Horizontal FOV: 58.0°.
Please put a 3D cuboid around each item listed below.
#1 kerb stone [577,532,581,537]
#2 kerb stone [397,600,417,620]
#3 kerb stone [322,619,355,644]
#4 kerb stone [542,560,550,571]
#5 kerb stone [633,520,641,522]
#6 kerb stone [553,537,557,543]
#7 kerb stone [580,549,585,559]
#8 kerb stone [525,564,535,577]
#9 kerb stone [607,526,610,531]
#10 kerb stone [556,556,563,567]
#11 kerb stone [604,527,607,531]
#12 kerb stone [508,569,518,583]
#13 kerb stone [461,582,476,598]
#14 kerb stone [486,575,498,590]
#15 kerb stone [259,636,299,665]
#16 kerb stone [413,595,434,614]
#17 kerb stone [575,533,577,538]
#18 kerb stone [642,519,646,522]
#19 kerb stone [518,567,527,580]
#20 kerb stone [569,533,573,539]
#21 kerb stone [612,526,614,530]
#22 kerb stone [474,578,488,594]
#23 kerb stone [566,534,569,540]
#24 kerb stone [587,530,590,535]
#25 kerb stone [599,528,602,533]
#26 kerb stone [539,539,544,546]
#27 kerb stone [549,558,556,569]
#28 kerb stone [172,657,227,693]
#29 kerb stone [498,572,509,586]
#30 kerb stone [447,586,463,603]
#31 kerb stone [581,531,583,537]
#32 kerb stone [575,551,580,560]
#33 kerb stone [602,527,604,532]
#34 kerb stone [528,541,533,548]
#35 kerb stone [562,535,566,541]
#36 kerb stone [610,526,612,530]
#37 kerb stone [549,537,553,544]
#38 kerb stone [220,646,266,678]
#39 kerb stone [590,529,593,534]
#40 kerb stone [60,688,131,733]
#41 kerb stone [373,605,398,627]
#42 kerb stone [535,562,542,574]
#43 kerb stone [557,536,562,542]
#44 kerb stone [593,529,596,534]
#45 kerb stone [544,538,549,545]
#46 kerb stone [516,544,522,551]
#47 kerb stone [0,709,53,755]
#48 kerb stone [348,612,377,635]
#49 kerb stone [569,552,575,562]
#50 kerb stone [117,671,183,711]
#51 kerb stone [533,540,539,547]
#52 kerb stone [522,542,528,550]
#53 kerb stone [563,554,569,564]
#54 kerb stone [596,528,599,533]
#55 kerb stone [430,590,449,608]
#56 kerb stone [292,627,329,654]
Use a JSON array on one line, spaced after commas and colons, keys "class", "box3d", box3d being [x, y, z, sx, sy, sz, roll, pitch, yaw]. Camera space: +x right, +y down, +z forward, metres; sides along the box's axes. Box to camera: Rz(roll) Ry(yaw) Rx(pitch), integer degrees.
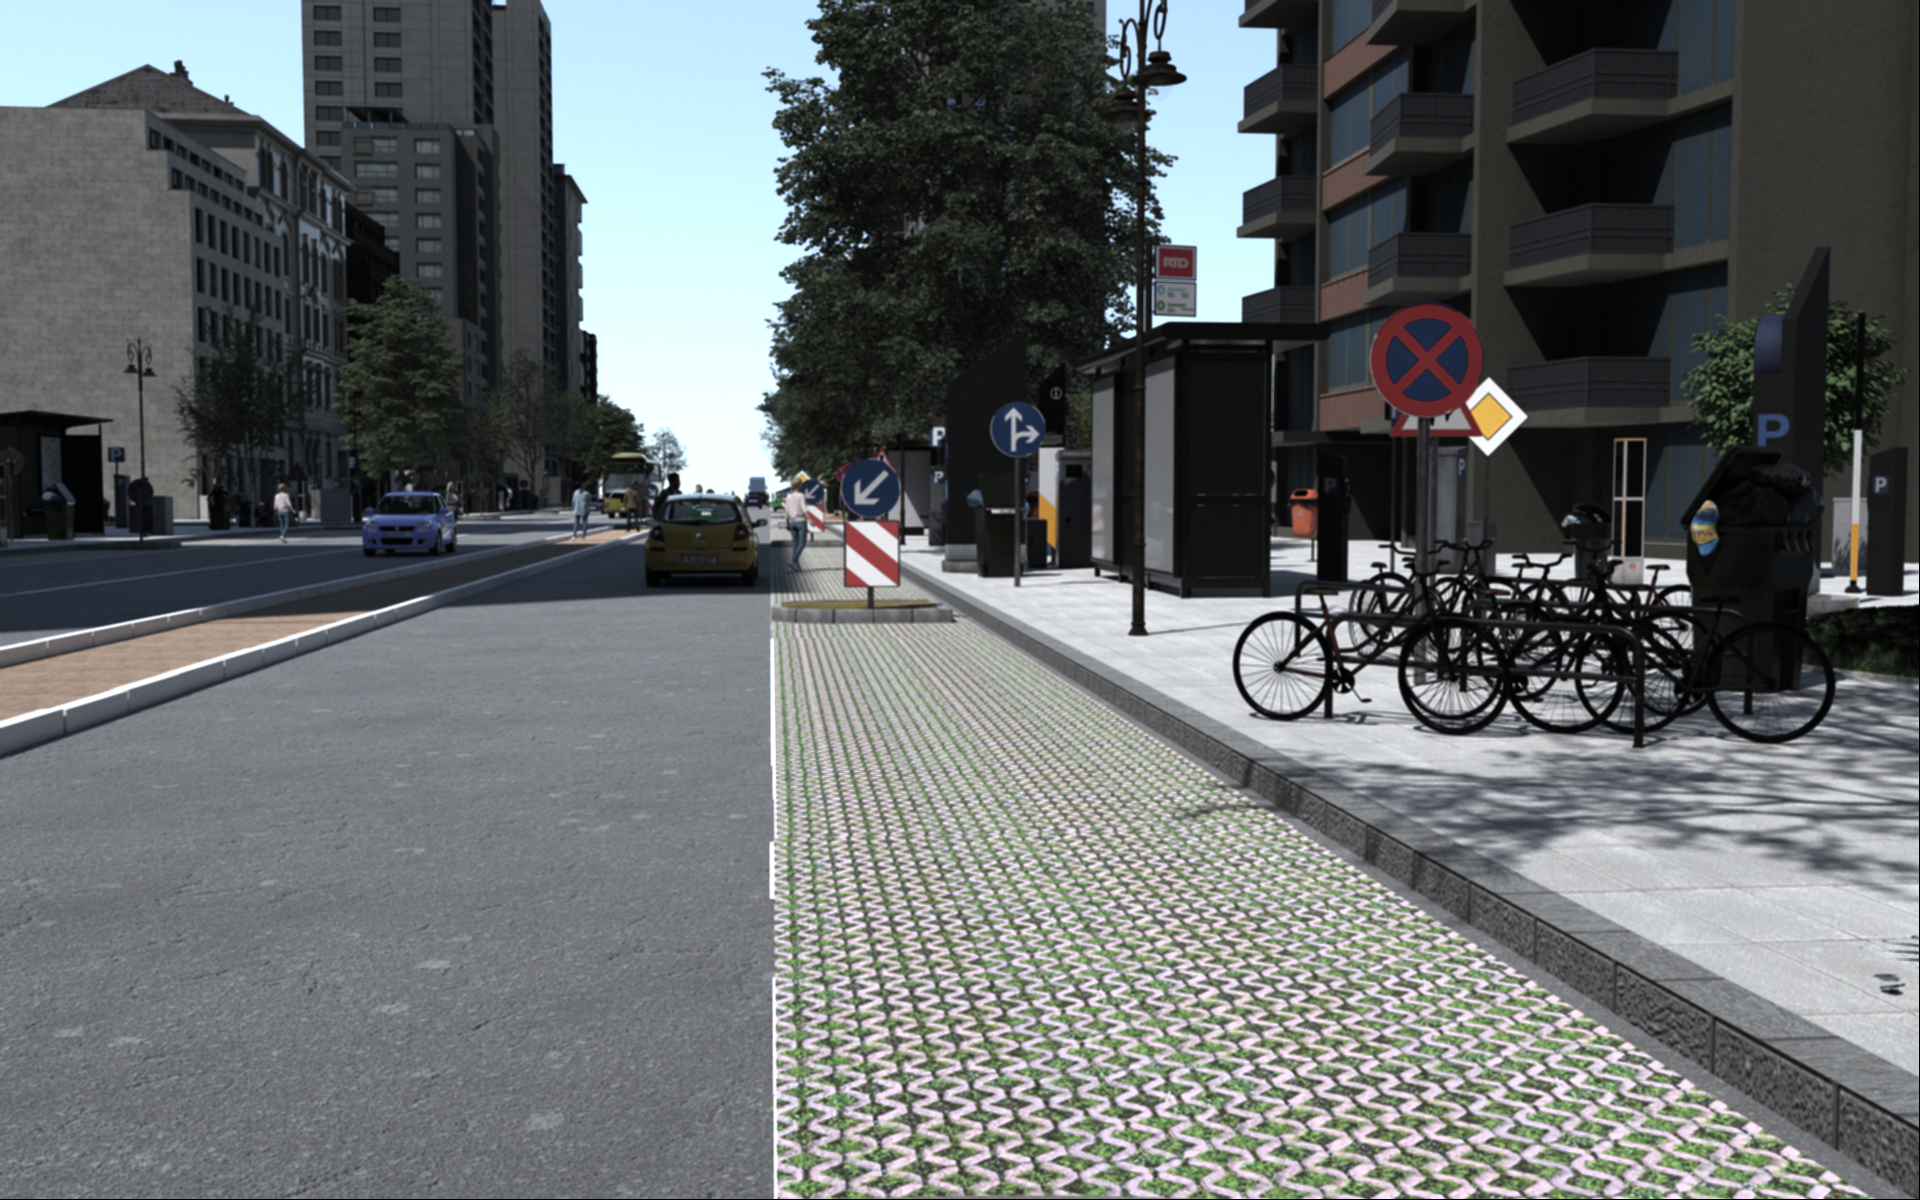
[{"class": "kerb stone", "box3d": [-12.579, -2.098, 56.500, 0.120, 0.150, 1.000, 0, 4, -6]}, {"class": "kerb stone", "box3d": [-6.474, 0.132, 20.040, 0.120, 0.150, 1.000, 0, 4, -6]}, {"class": "kerb stone", "box3d": [-6.144, 0.319, 16.986, 0.120, 0.150, 1.000, 0, 4, -6]}, {"class": "kerb stone", "box3d": [-7.813, -0.614, 32.267, 0.120, 0.150, 1.000, 0, 4, -6]}, {"class": "kerb stone", "box3d": [-15.531, -3.748, 83.499, 0.120, 0.150, 1.000, 0, 4, -6]}, {"class": "kerb stone", "box3d": [-11.917, -1.724, 50.381, 0.120, 0.150, 1.000, 0, 4, -6]}, {"class": "kerb stone", "box3d": [-8.486, -0.990, 38.389, 0.120, 0.150, 1.000, 0, 4, -6]}, {"class": "kerb stone", "box3d": [-7.589, -0.491, 30.229, 0.120, 0.150, 1.000, 0, 4, -6]}, {"class": "kerb stone", "box3d": [-13.699, -2.719, 66.704, 0.120, 0.150, 1.000, 0, 4, -6]}, {"class": "kerb stone", "box3d": [-8.040, -0.740, 34.299, 0.120, 0.150, 1.000, 0, 4, -6]}, {"class": "kerb stone", "box3d": [-13.588, -2.660, 65.688, 0.120, 0.150, 1.000, 0, 4, -6]}, {"class": "kerb stone", "box3d": [-7.369, -0.367, 28.191, 0.120, 0.150, 1.000, 0, 4, -6]}, {"class": "kerb stone", "box3d": [-6.920, -0.117, 24.105, 0.120, 0.150, 1.000, 0, 4, -6]}, {"class": "kerb stone", "box3d": [-7.152, -0.242, 26.152, 0.120, 0.150, 1.000, 0, 4, -6]}, {"class": "kerb stone", "box3d": [-5.924, 0.449, 14.938, 0.120, 0.150, 1.000, 0, 4, -6]}, {"class": "kerb stone", "box3d": [-6.590, 0.070, 21.056, 0.120, 0.150, 1.000, 0, 4, -6]}, {"class": "kerb stone", "box3d": [-12.469, -2.031, 55.483, 0.120, 0.150, 1.000, 0, 4, -6]}, {"class": "kerb stone", "box3d": [-15.860, -3.936, 86.551, 0.120, 0.150, 1.000, 0, 4, -6]}, {"class": "kerb stone", "box3d": [-7.482, -0.428, 29.211, 0.120, 0.150, 1.000, 0, 4, -6]}, {"class": "kerb stone", "box3d": [-12.346, -1.970, 54.448, 0.120, 0.150, 1.000, 0, 4, -6]}, {"class": "kerb stone", "box3d": [-13.916, -2.845, 68.747, 0.120, 0.150, 1.000, 0, 4, -6]}, {"class": "kerb stone", "box3d": [-7.031, -0.179, 25.121, 0.120, 0.150, 1.000, 0, 4, -6]}, {"class": "kerb stone", "box3d": [-12.246, -1.910, 53.431, 0.120, 0.150, 1.000, 0, 4, -6]}, {"class": "kerb stone", "box3d": [-12.918, -2.285, 59.561, 0.120, 0.150, 1.000, 0, 4, -6]}, {"class": "kerb stone", "box3d": [-13.354, -2.536, 63.656, 0.120, 0.150, 1.000, 0, 4, -6]}, {"class": "kerb stone", "box3d": [-11.572, -1.538, 47.334, 0.120, 0.150, 1.000, 0, 4, -6]}, {"class": "kerb stone", "box3d": [-7.928, -0.675, 33.283, 0.120, 0.150, 1.000, 0, 4, -6]}, {"class": "kerb stone", "box3d": [-5.703, 0.569, 12.902, 0.120, 0.150, 1.000, 0, 4, -6]}, {"class": "kerb stone", "box3d": [-7.258, -0.304, 27.168, 0.120, 0.150, 1.000, 0, 4, -6]}, {"class": "kerb stone", "box3d": [-6.812, -0.055, 23.089, 0.120, 0.150, 1.000, 0, 4, -6]}, {"class": "kerb stone", "box3d": [-12.690, -2.160, 57.519, 0.120, 0.150, 1.000, 0, 4, -6]}, {"class": "kerb stone", "box3d": [-8.370, -0.927, 37.355, 0.120, 0.150, 1.000, 0, 4, -6]}, {"class": "kerb stone", "box3d": [-13.480, -2.598, 64.670, 0.120, 0.150, 1.000, 0, 4, -6]}, {"class": "kerb stone", "box3d": [-11.349, -1.412, 45.285, 0.120, 0.150, 1.000, 0, 4, -6]}, {"class": "kerb stone", "box3d": [-12.135, -1.848, 52.414, 0.120, 0.150, 1.000, 0, 4, -6]}, {"class": "kerb stone", "box3d": [-13.808, -2.785, 67.724, 0.120, 0.150, 1.000, 0, 4, -6]}, {"class": "kerb stone", "box3d": [-11.800, -1.662, 49.365, 0.120, 0.150, 1.000, 0, 4, -6]}, {"class": "kerb stone", "box3d": [-5.811, 0.506, 13.921, 0.120, 0.150, 1.000, 0, 4, -6]}, {"class": "kerb stone", "box3d": [-13.028, -2.348, 60.586, 0.120, 0.150, 1.000, 0, 4, -6]}, {"class": "kerb stone", "box3d": [-5.467, 0.701, 10.867, 0.120, 0.150, 1.000, 0, 4, -6]}, {"class": "kerb stone", "box3d": [-6.367, 0.196, 19.023, 0.120, 0.150, 1.000, 0, 4, -6]}, {"class": "kerb stone", "box3d": [-7.708, -0.554, 31.250, 0.120, 0.150, 1.000, 0, 4, -6]}, {"class": "kerb stone", "box3d": [-12.019, -1.786, 51.398, 0.120, 0.150, 1.000, 0, 4, -6]}, {"class": "kerb stone", "box3d": [-13.144, -2.411, 61.613, 0.120, 0.150, 1.000, 0, 4, -6]}, {"class": "kerb stone", "box3d": [-11.683, -1.599, 48.350, 0.120, 0.150, 1.000, 0, 4, -6]}, {"class": "kerb stone", "box3d": [-11.124, -1.286, 43.238, 0.120, 0.150, 1.000, 0, 4, -6]}, {"class": "kerb stone", "box3d": [-5.363, 0.755, 9.849, 0.120, 0.150, 1.000, 0, 4, -6]}, {"class": "kerb stone", "box3d": [-6.259, 0.257, 18.002, 0.120, 0.150, 1.000, 0, 4, -6]}, {"class": "kerb stone", "box3d": [-8.253, -0.863, 36.339, 0.120, 0.150, 1.000, 0, 4, -6]}, {"class": "kerb stone", "box3d": [-5.583, 0.634, 11.887, 0.120, 0.150, 1.000, 0, 4, -6]}, {"class": "kerb stone", "box3d": [-11.459, -1.475, 46.318, 0.120, 0.150, 1.000, 0, 4, -6]}, {"class": "kerb stone", "box3d": [-11.241, -1.343, 44.254, 0.120, 0.150, 1.000, 0, 4, -6]}, {"class": "kerb stone", "box3d": [-8.150, -0.803, 35.317, 0.120, 0.150, 1.000, 0, 4, -6]}, {"class": "kerb stone", "box3d": [-13.248, -2.473, 62.631, 0.120, 0.150, 1.000, 0, 4, -6]}, {"class": "kerb stone", "box3d": [-6.704, 0.008, 22.072, 0.120, 0.150, 1.000, 0, 4, -6]}, {"class": "kerb stone", "box3d": [-6.035, 0.383, 15.966, 0.120, 0.150, 1.000, 0, 4, -6]}]
